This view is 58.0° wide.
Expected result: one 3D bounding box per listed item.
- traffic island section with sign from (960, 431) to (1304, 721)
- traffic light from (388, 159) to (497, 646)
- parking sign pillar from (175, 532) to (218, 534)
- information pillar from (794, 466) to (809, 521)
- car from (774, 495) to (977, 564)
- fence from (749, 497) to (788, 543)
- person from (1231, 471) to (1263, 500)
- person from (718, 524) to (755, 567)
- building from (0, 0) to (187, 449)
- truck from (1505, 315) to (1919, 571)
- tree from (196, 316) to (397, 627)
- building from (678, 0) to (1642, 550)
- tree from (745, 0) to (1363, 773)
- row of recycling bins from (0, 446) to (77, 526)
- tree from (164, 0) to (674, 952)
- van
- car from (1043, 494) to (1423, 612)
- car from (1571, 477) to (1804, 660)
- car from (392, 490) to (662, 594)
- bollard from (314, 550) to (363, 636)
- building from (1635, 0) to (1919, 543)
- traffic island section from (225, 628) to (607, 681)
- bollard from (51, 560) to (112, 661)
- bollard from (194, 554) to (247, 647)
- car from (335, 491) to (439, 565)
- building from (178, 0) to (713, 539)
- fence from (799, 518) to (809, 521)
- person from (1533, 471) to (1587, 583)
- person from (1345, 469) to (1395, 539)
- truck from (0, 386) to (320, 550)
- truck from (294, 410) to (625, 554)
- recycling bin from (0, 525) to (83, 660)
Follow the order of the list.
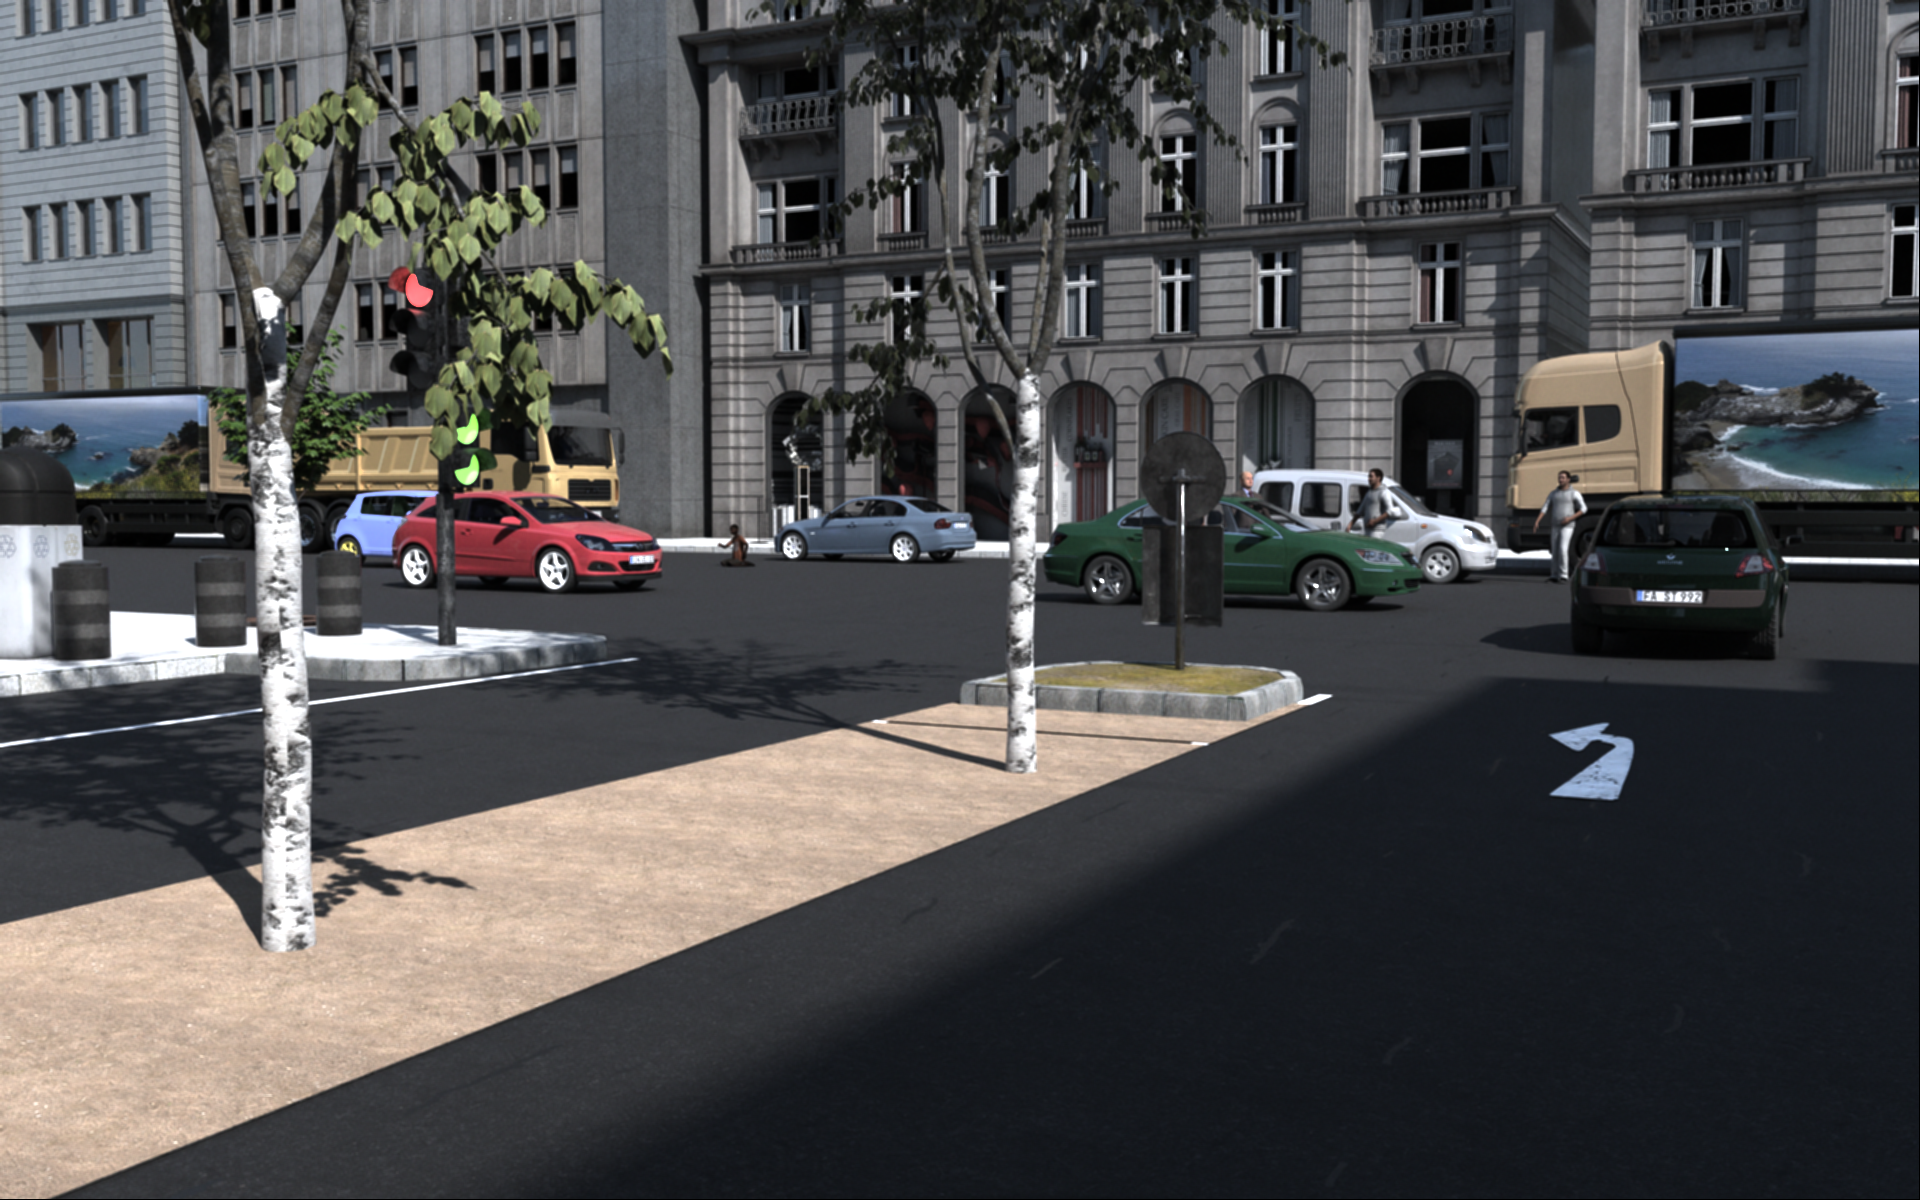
[{"bbox_3d":[1.340,-0.243,12.105,2.006,1.907,1.989,2,4,27],"label":"traffic island section with sign"},{"bbox_3d":[-4.342,-1.570,14.591,0.839,4.253,0.868,2,4,27],"label":"traffic light"},{"bbox_3d":[-24.774,-4.149,56.314,1.447,3.967,1.447,3,4,39],"label":"parking sign pillar"},{"bbox_3d":[-4.214,-2.547,46.135,0.304,2.012,0.304,-2,4,-29],"label":"information pillar"},{"bbox_3d":[-1.858,-1.528,36.992,4.499,1.417,2.014,2,4,29],"label":"car"},{"bbox_3d":[-4.781,-2.020,44.225,0.480,1.192,2.264,-2,4,-27],"label":"fence"},{"bbox_3d":[4.163,-0.968,24.886,0.990,1.755,0.434,-2,4,-27],"label":"person"},{"bbox_3d":[-4.486,-1.066,34.217,0.655,0.850,0.859,-3,5,-40],"label":"person"},{"bbox_3d":[-36.938,-17.809,68.671,29.804,29.767,11.434,2,4,27],"label":"building"},{"bbox_3d":[14.380,-2.441,28.832,11.283,4.237,2.839,2,4,28],"label":"truck"},{"bbox_3d":[-6.731,-1.378,17.128,1.663,3.219,1.824,0,3,0],"label":"tree"},{"bbox_3d":[5.758,-12.704,49.518,24.055,21.916,13.314,2,4,27],"label":"building"},{"bbox_3d":[0.408,-3.428,8.860,4.360,8.622,3.978,0,3,0],"label":"tree"},{"bbox_3d":[-9.236,-0.538,15.913,3.534,1.692,1.069,3,5,40],"label":"row of recycling bins"},{"bbox_3d":[-2.187,-3.190,4.972,4.737,8.622,4.395,0,3,0],"label":"tree"},{"bbox_3d":[6.814,-1.333,28.809,4.112,2.044,2.013,2,4,26],"label":"van"},{"bbox_3d":[3.506,-0.655,22.510,4.920,1.459,2.131,2,4,26],"label":"car"},{"bbox_3d":[6.954,-0.415,16.577,2.009,1.686,4.222,2,4,26],"label":"car"},{"bbox_3d":[-6.538,-1.049,26.192,4.494,1.783,2.155,2,4,29],"label":"car"},{"bbox_3d":[-5.670,-0.066,15.803,0.404,0.777,0.398,0,3,0],"label":"bollard"},{"bbox_3d":[26.854,-11.997,37.955,24.055,21.916,13.314,2,4,27],"label":"building"},{"bbox_3d":[-4.373,0.461,14.743,2.009,0.180,2.903,2,4,27],"label":"traffic island section"},{"bbox_3d":[-6.846,0.075,13.498,0.404,0.777,0.398,0,3,0],"label":"bollard"},{"bbox_3d":[-6.258,0.004,14.655,0.404,0.777,0.398,0,3,0],"label":"bollard"},{"bbox_3d":[-10.433,-1.490,33.945,3.694,1.707,1.945,2,4,26],"label":"car"},{"bbox_3d":[-14.329,-14.704,58.435,19.932,24.808,12.078,2,4,27],"label":"building"},{"bbox_3d":[-3.109,-1.633,42.082,2.069,0.683,0.278,2,4,31],"label":"fence"},{"bbox_3d":[9.620,-1.175,27.855,0.875,1.805,0.789,3,5,45],"label":"person"},{"bbox_3d":[6.025,-1.033,25.545,0.789,1.805,0.875,-1,4,-21],"label":"person"},{"bbox_3d":[-21.126,-3.545,46.875,11.283,4.237,2.839,2,4,26],"label":"truck"},{"bbox_3d":[-11.949,-2.753,40.941,9.791,3.379,3.469,2,4,26],"label":"truck"},{"bbox_3d":[-7.494,-0.074,13.759,0.722,1.027,0.722,0,4,8],"label":"recycling bin"}]
